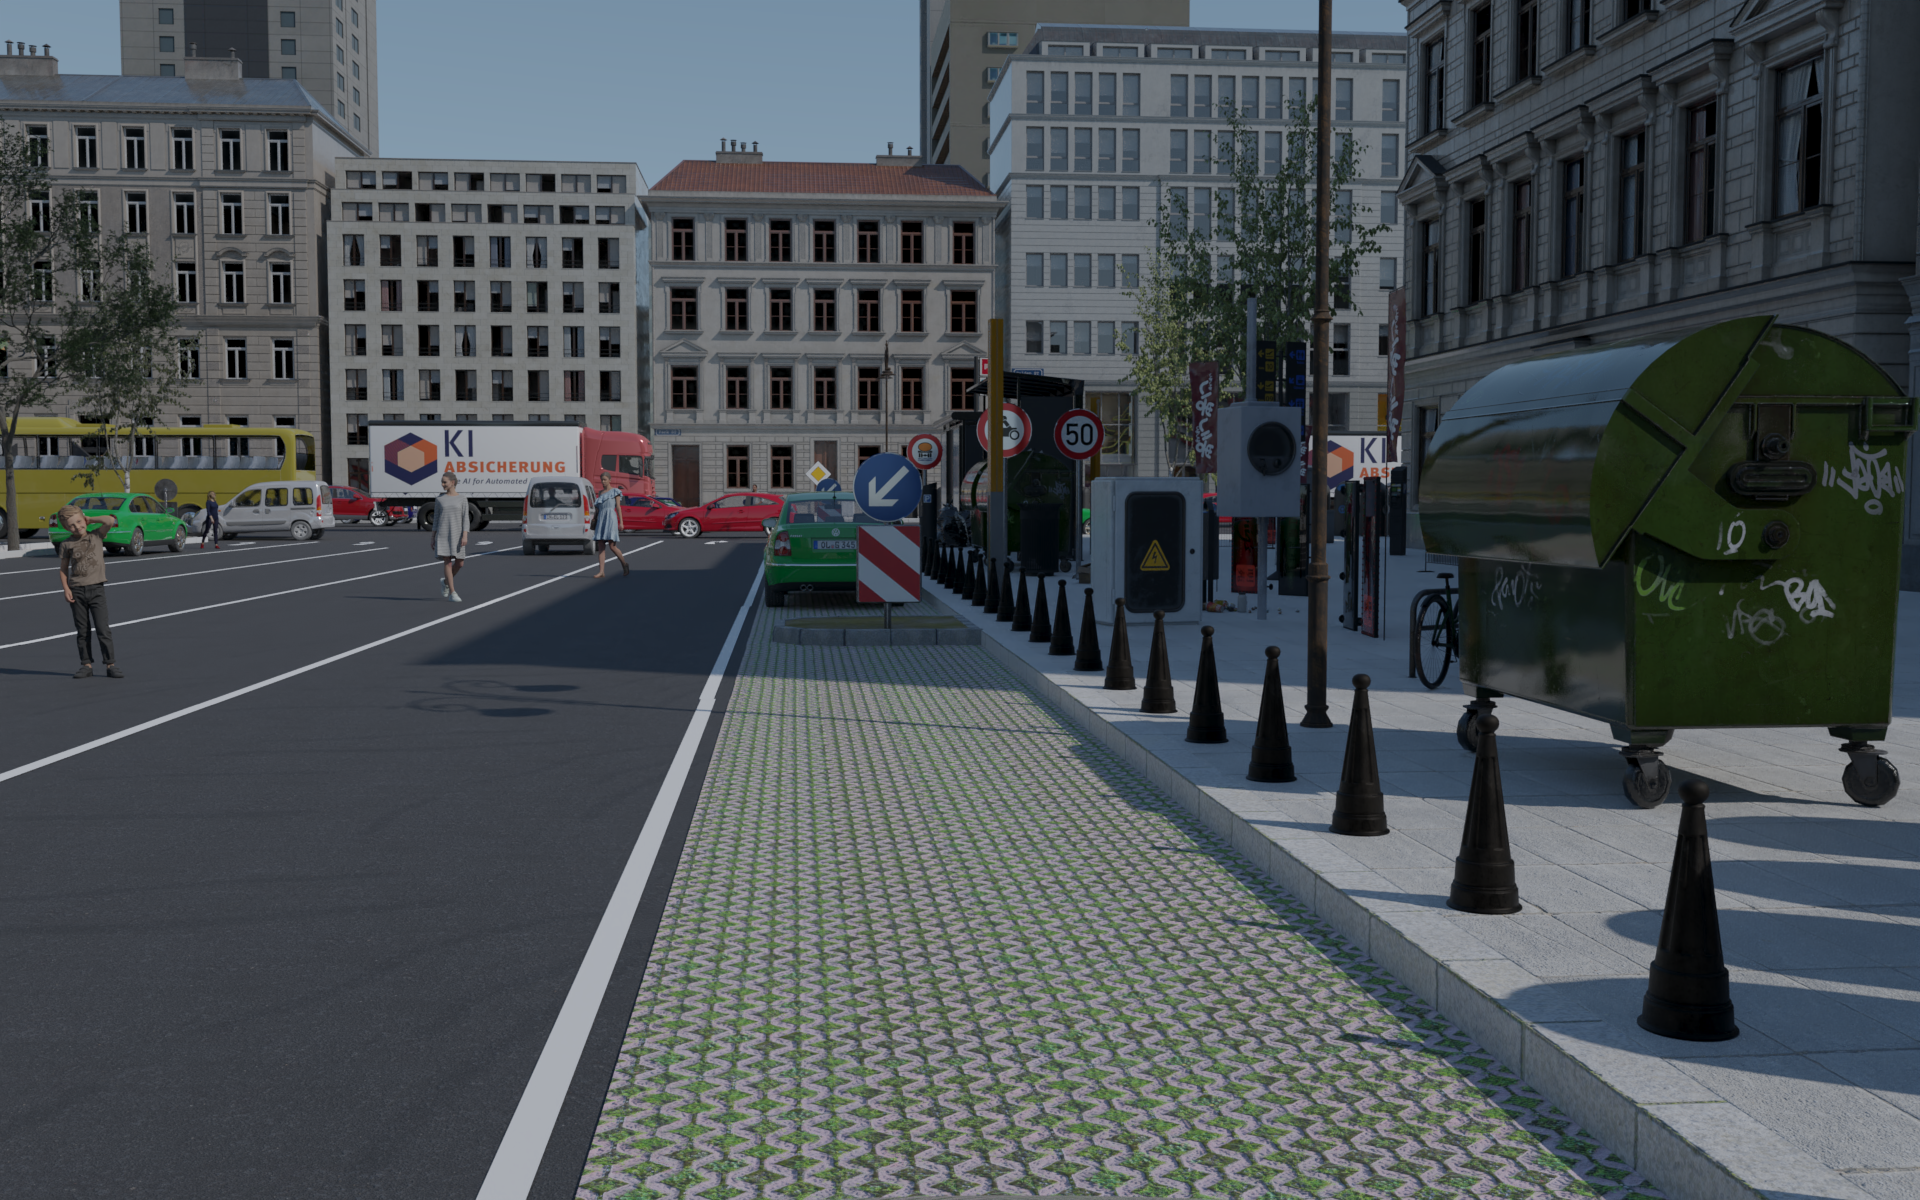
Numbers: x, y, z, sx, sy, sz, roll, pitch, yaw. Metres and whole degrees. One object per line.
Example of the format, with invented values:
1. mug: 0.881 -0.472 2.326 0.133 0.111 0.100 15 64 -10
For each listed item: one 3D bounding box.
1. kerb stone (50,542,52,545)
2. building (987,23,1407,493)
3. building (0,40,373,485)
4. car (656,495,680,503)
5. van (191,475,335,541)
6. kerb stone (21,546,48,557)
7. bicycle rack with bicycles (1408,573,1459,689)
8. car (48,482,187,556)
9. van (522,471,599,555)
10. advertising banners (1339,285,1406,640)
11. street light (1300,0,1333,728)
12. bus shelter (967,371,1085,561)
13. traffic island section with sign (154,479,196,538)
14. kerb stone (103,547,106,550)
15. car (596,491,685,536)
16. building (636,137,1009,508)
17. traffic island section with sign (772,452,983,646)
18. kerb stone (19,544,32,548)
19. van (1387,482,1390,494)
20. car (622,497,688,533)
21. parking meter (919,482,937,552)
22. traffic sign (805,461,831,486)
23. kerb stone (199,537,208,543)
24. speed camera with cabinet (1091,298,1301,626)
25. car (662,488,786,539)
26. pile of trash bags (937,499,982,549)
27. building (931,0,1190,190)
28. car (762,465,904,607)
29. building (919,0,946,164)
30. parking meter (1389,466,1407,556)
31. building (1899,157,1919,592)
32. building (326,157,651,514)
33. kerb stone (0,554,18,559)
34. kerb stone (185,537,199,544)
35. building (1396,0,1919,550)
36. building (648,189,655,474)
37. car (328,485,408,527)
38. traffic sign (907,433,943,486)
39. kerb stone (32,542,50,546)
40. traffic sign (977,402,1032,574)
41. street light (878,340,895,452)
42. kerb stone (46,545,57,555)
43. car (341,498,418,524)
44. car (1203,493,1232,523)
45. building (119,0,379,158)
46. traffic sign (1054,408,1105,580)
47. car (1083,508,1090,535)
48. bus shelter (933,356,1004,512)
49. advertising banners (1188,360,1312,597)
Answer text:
1. kerb stone: -24.121 -1.461 46.085 0.120 0.150 1.000 0 4 -5
2. building: 17.108 -20.150 106.941 29.804 29.767 11.434 0 4 -5
3. building: -48.377 -18.560 100.715 25.104 27.353 12.463 0 4 -5
4. car: -15.785 -4.380 83.411 4.920 1.459 2.131 0 4 -4
5. van: -21.710 -2.869 53.927 4.112 2.044 2.013 0 4 -5
6. kerb stone: -21.441 -1.089 40.056 0.120 0.150 1.000 0 4 -5
7. bicycle rack with bicycles: 4.175 0.093 11.856 2.925 0.926 2.852 -2 4 -33
8. car: -19.883 -1.975 41.080 1.959 1.807 4.718 0 4 -5
9. van: -9.583 -2.145 42.074 2.013 2.044 4.112 0 4 -6
10. advertising banners: 3.707 -1.187 15.597 0.090 3.025 2.074 0 4 0
11. street light: 1.970 -2.239 9.392 0.468 5.910 1.993 0 4 -5
12. bus shelter: 1.303 -2.741 36.104 1.731 3.624 6.357 0 4 -5
13. traffic island section with sign: -23.534 -2.614 50.872 2.006 1.907 1.989 0 4 -5
14. kerb stone: -21.839 -1.343 44.156 0.120 0.150 1.000 0 4 -5
15. car: -10.962 -3.096 59.666 4.494 1.783 2.155 0 4 -5
16. building: -8.260 -16.428 104.760 21.152 22.565 11.583 0 4 -5
17. traffic island section with sign: -0.859 -0.522 17.167 1.989 1.847 2.006 0 4 -5
18. kerb stone: -23.936 -1.334 44.033 0.120 0.150 1.000 0 4 -5
19. van: 15.986 -3.061 57.059 4.112 2.044 2.013 0 4 -4
20. car: -10.952 -3.170 64.403 3.894 1.354 1.945 0 4 -7
21. parking meter: -0.665 -1.695 36.117 0.372 1.533 0.369 0 3 0
22. traffic sign: -4.285 -2.982 52.400 0.795 2.450 0.064 0 4 -5
23. kerb stone: -22.524 -1.783 51.340 0.120 0.150 1.000 0 4 -5
24. speed camera with cabinet: 2.349 -1.399 17.202 2.038 3.252 0.660 -1 4 -18
25. car: -7.485 -2.916 56.722 4.494 1.783 2.155 0 4 -4
26. pile of trash bags: 0.896 -1.931 41.325 3.447 1.369 1.912 3 5 42
27. building: 8.755 -32.914 161.846 21.300 48.544 21.600 0 4 -5
28. car: -1.700 -0.885 23.274 1.959 1.807 4.718 0 4 -5
29. building: 6.139 -39.465 187.251 21.231 58.520 28.212 0 4 -5
30. parking meter: 9.163 -1.865 36.208 0.255 1.863 0.399 2 4 31
31. building: 17.990 -10.084 14.024 9.793 20.994 18.267 0 4 -5
32. building: -27.288 -15.153 102.506 16.860 20.320 10.420 0 4 -5
33. kerb stone: -21.350 -1.030 39.032 0.120 0.150 1.000 0 4 -5
34. kerb stone: -22.424 -1.715 50.310 0.120 0.150 1.000 0 4 -5
35. building: 16.051 -10.289 32.857 10.561 19.102 19.286 0 4 -5
36. building: -37.478 -39.690 268.531 30.456 49.044 23.786 0 4 -5
37. car: -27.225 -4.167 76.800 5.304 1.827 2.281 0 4 -4
38. traffic sign: -0.735 -2.219 36.391 0.768 2.556 0.104 0 4 -3
39. kerb stone: -24.028 -1.399 45.062 0.120 0.150 1.000 0 4 -5
40. traffic sign: 0.618 -1.470 24.133 0.768 2.556 0.104 0 4 4
41. street light: -2.209 -4.857 52.197 0.468 5.910 1.993 0 4 -5
42. kerb stone: -21.542 -1.155 41.085 0.120 0.150 1.000 0 4 -5
43. car: -28.380 -4.376 84.126 3.894 1.354 1.945 0 4 -6
44. car: 11.566 -4.017 74.715 4.494 1.783 2.155 0 4 -7
45. building: -73.772 -45.545 182.915 20.611 71.187 20.563 0 4 -5
46. traffic sign: 1.775 -1.577 25.888 0.768 2.556 0.104 0 4 -5
47. car: 2.790 -2.866 55.662 4.718 1.807 1.959 0 4 -4
48. bus shelter: 0.447 -4.321 48.288 2.179 5.291 8.768 0 4 -5
49. advertising banners: 3.720 -1.596 22.274 0.090 3.025 2.074 -3 5 -41
